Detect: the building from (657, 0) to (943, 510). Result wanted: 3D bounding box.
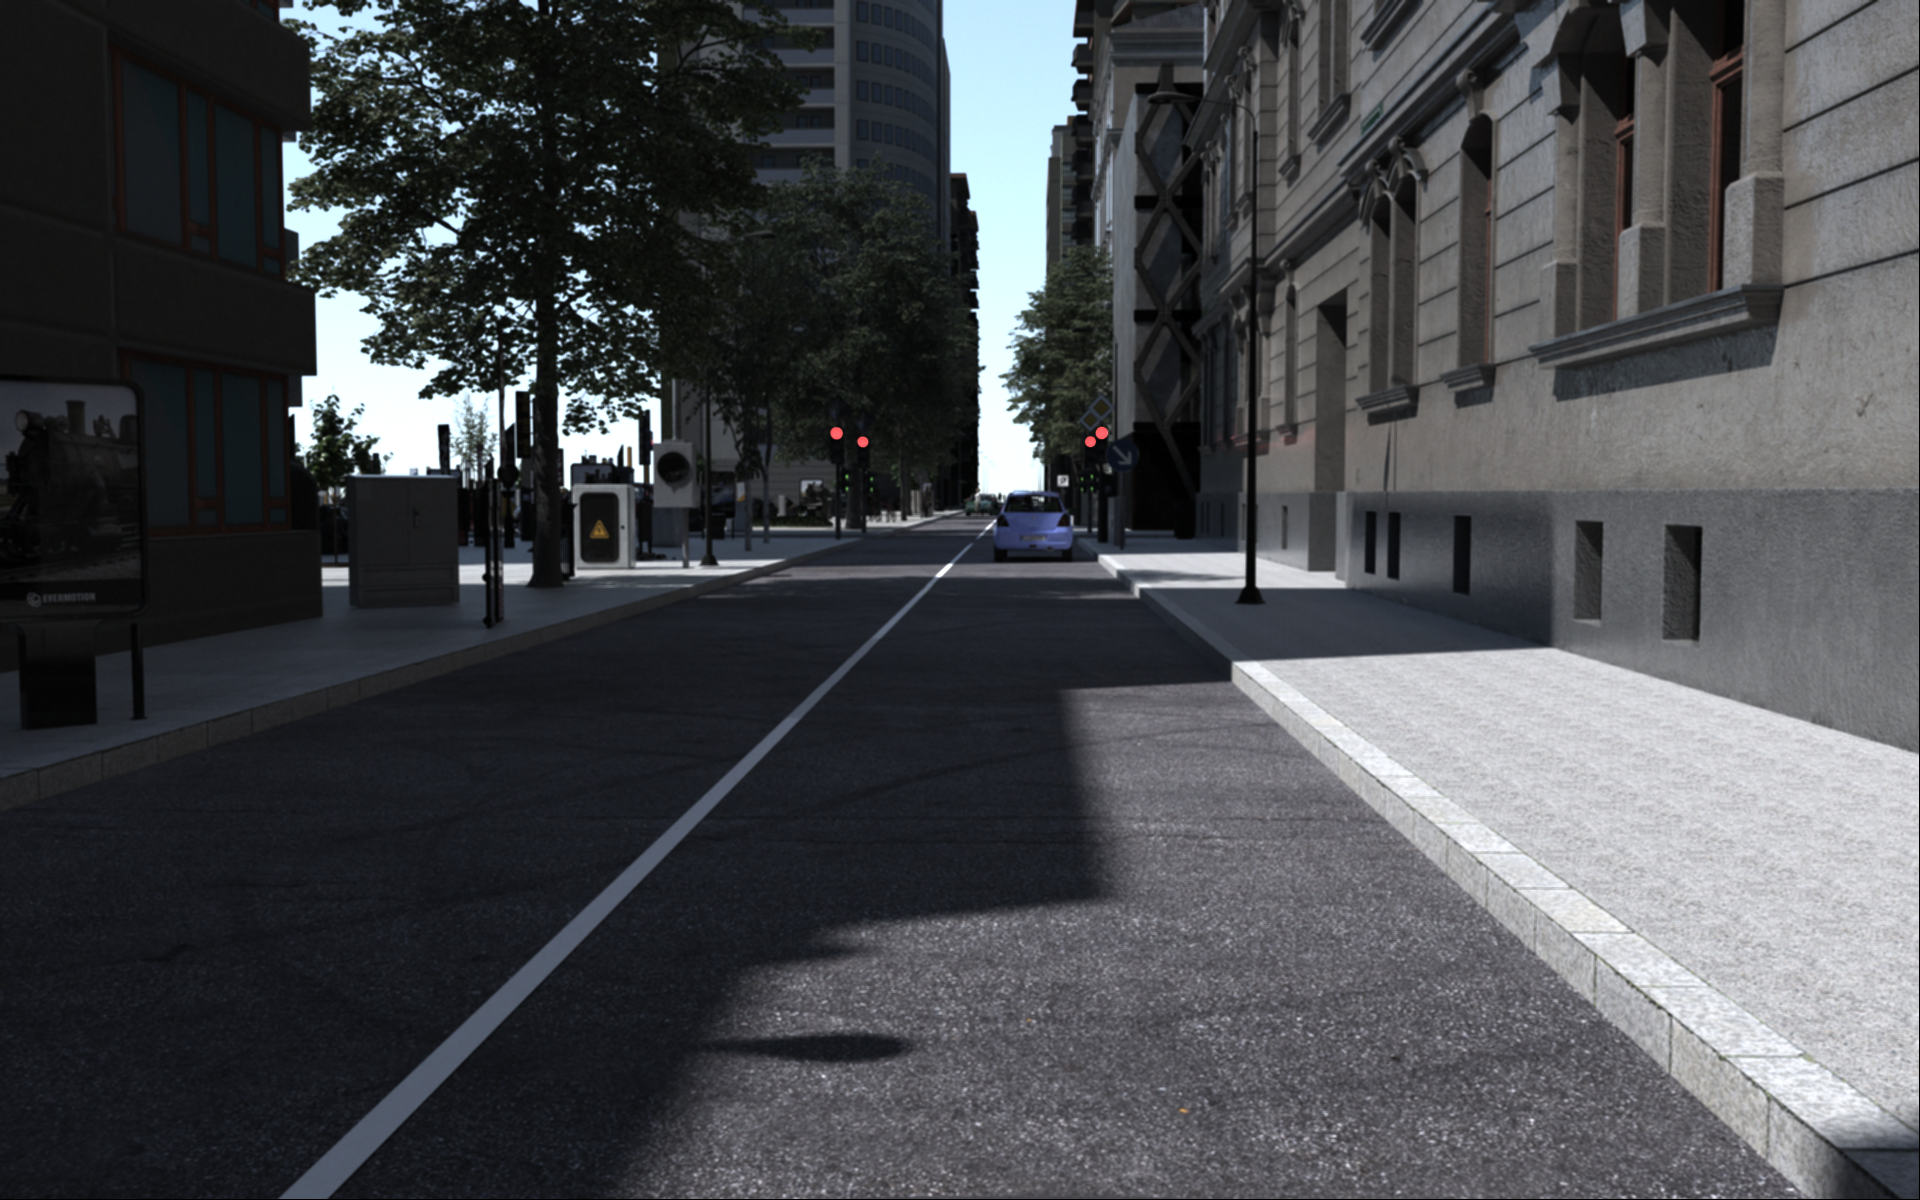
[{"bbox_3d":[-12.538,-36.947,146.078,21.231,58.520,28.212,0,4,2],"label":"building"}]

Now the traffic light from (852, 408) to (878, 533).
[{"bbox_3d":[-3.134,-4.149,56.757,0.839,4.253,0.868,0,4,2],"label":"traffic light"}]

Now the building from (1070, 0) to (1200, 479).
[{"bbox_3d":[20.610,-30.117,147.030,22.147,44.769,28.867,0,4,2],"label":"building"}]

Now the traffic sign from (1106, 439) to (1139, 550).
[{"bbox_3d":[3.747,-2.440,40.001,0.768,2.556,0.104,1,4,8],"label":"traffic sign"}]

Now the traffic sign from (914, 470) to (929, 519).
[{"bbox_3d":[-2.028,-5.548,90.815,0.768,2.556,0.104,0,4,5],"label":"traffic sign"}]

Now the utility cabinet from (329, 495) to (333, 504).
[{"bbox_3d":[-47.306,-7.300,130.521,1.020,1.237,0.306,2,4,25],"label":"utility cabinet"}]

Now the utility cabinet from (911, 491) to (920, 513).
[{"bbox_3d":[-3.206,-6.416,113.579,1.173,1.500,0.318,1,4,15],"label":"utility cabinet"}]

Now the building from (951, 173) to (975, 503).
[{"bbox_3d":[-9.794,-35.233,230.678,22.147,44.769,28.867,0,4,2],"label":"building"}]

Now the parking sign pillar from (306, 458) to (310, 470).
[{"bbox_3d":[-43.800,-7.865,117.062,1.447,3.967,1.447,0,4,-8],"label":"parking sign pillar"}]

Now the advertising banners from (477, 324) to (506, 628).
[{"bbox_3d":[-4.654,-1.296,17.372,0.090,3.025,2.074,-1,4,-9],"label":"advertising banners"}]

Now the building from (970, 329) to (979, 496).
[{"bbox_3d":[-4.200,-31.208,281.956,14.160,30.474,14.107,0,4,2],"label":"building"}]

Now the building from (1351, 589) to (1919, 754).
[{"bbox_3d":[11.084,-13.709,11.525,14.401,28.519,23.554,0,4,2],"label":"building"}]

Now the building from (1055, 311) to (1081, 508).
[{"bbox_3d":[23.855,-20.326,177.369,27.650,21.520,28.899,0,4,2],"label":"building"}]

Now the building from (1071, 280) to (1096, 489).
[{"bbox_3d":[16.237,-15.572,122.048,16.820,18.784,16.811,0,4,2],"label":"building"}]

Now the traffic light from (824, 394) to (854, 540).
[{"bbox_3d":[-3.422,-3.661,48.777,0.839,4.253,0.868,0,4,2],"label":"traffic light"}]

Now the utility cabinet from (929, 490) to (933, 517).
[{"bbox_3d":[-1.740,-5.347,96.106,0.318,1.500,1.173,1,4,10],"label":"utility cabinet"}]

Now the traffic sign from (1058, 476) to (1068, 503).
[{"bbox_3d":[5.685,-5.710,95.490,0.606,2.300,0.079,0,4,8],"label":"traffic sign"}]

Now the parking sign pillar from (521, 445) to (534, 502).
[{"bbox_3d":[-22.727,-6.320,91.796,1.447,3.967,1.447,3,5,44],"label":"parking sign pillar"}]

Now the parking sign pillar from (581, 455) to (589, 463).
[{"bbox_3d":[-25.258,-7.973,118.824,1.447,3.967,1.447,-2,4,-29],"label":"parking sign pillar"}]

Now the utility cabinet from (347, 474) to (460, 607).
[{"bbox_3d":[-6.351,-0.680,19.794,1.173,1.500,0.318,-3,4,-38],"label":"utility cabinet"}]

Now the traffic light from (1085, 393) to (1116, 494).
[{"bbox_3d":[3.935,-3.646,48.528,0.839,4.253,0.868,0,4,2],"label":"traffic light"}]

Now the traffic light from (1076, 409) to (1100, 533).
[{"bbox_3d":[4.223,-4.134,56.508,0.839,4.253,0.868,0,4,2],"label":"traffic light"}]

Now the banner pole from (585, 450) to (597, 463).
[{"bbox_3d":[-20.816,-6.573,97.486,0.863,3.779,0.401,-2,4,-27],"label":"banner pole"}]

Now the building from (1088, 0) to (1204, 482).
[{"bbox_3d":[14.214,-19.053,97.415,13.634,28.700,20.117,0,4,2],"label":"building"}]

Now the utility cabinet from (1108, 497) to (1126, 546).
[{"bbox_3d":[3.916,-1.972,43.411,0.306,1.237,1.020,0,4,-4],"label":"utility cabinet"}]

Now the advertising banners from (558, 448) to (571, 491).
[{"bbox_3d":[-14.666,-4.285,66.250,2.074,3.025,0.090,-3,4,-37],"label":"advertising banners"}]

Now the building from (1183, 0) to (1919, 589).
[{"bbox_3d":[12.232,-15.145,35.009,14.401,28.519,23.554,0,4,2],"label":"building"}]

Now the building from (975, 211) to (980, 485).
[{"bbox_3d":[-8.289,-37.039,260.206,22.147,44.769,28.867,0,4,2],"label":"building"}]

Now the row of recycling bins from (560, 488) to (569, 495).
[{"bbox_3d":[-24.392,-6.403,111.796,3.534,1.692,1.069,1,4,19],"label":"row of recycling bins"}]

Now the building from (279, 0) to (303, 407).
[{"bbox_3d":[-31.746,-25.460,35.886,30.456,49.044,23.786,0,4,2],"label":"building"}]

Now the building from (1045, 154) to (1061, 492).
[{"bbox_3d":[22.518,-37.480,236.498,21.300,48.544,21.600,0,4,2],"label":"building"}]

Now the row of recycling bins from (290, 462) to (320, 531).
[{"bbox_3d":[-9.913,-0.908,21.957,3.534,1.692,1.069,0,4,-3],"label":"row of recycling bins"}]

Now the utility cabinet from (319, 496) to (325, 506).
[{"bbox_3d":[-27.934,-3.929,75.408,0.306,1.237,1.020,-3,4,-36],"label":"utility cabinet"}]

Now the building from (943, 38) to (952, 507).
[{"bbox_3d":[-8.106,-31.698,168.373,14.600,45.320,14.200,0,4,2],"label":"building"}]

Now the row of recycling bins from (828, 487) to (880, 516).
[{"bbox_3d":[-6.232,-5.806,102.045,3.534,1.692,1.069,-3,4,-37],"label":"row of recycling bins"}]

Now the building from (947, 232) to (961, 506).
[{"bbox_3d":[-7.143,-26.066,197.886,14.160,30.474,14.107,0,4,2],"label":"building"}]

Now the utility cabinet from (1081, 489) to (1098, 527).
[{"bbox_3d":[5.236,-3.556,66.827,1.173,1.500,0.318,3,4,37],"label":"utility cabinet"}]

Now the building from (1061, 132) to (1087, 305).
[{"bbox_3d":[18.502,-31.488,198.426,14.154,41.232,14.086,0,4,2],"label":"building"}]

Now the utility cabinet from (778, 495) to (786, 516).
[{"bbox_3d":[-8.706,-4.512,84.927,0.306,1.237,1.020,0,4,-1],"label":"utility cabinet"}]

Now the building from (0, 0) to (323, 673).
[{"bbox_3d":[-21.000,-9.694,3.538,27.650,21.520,28.899,0,4,2],"label":"building"}]

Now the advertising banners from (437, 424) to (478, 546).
[{"bbox_3d":[-12.296,-2.849,42.763,2.074,3.025,0.090,3,5,41],"label":"advertising banners"}]

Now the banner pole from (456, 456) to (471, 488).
[{"bbox_3d":[-32.308,-7.536,113.226,0.863,3.779,0.401,1,4,17],"label":"banner pole"}]

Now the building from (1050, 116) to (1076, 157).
[{"bbox_3d":[24.904,-44.876,275.715,21.231,58.520,28.212,0,4,2],"label":"building"}]

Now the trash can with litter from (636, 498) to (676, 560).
[{"bbox_3d":[-6.394,-1.394,33.844,1.678,1.210,2.233,1,4,10],"label":"trash can with litter"}]

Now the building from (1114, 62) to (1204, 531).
[{"bbox_3d":[14.582,-12.090,65.124,16.811,18.784,16.820,0,4,2],"label":"building"}]
